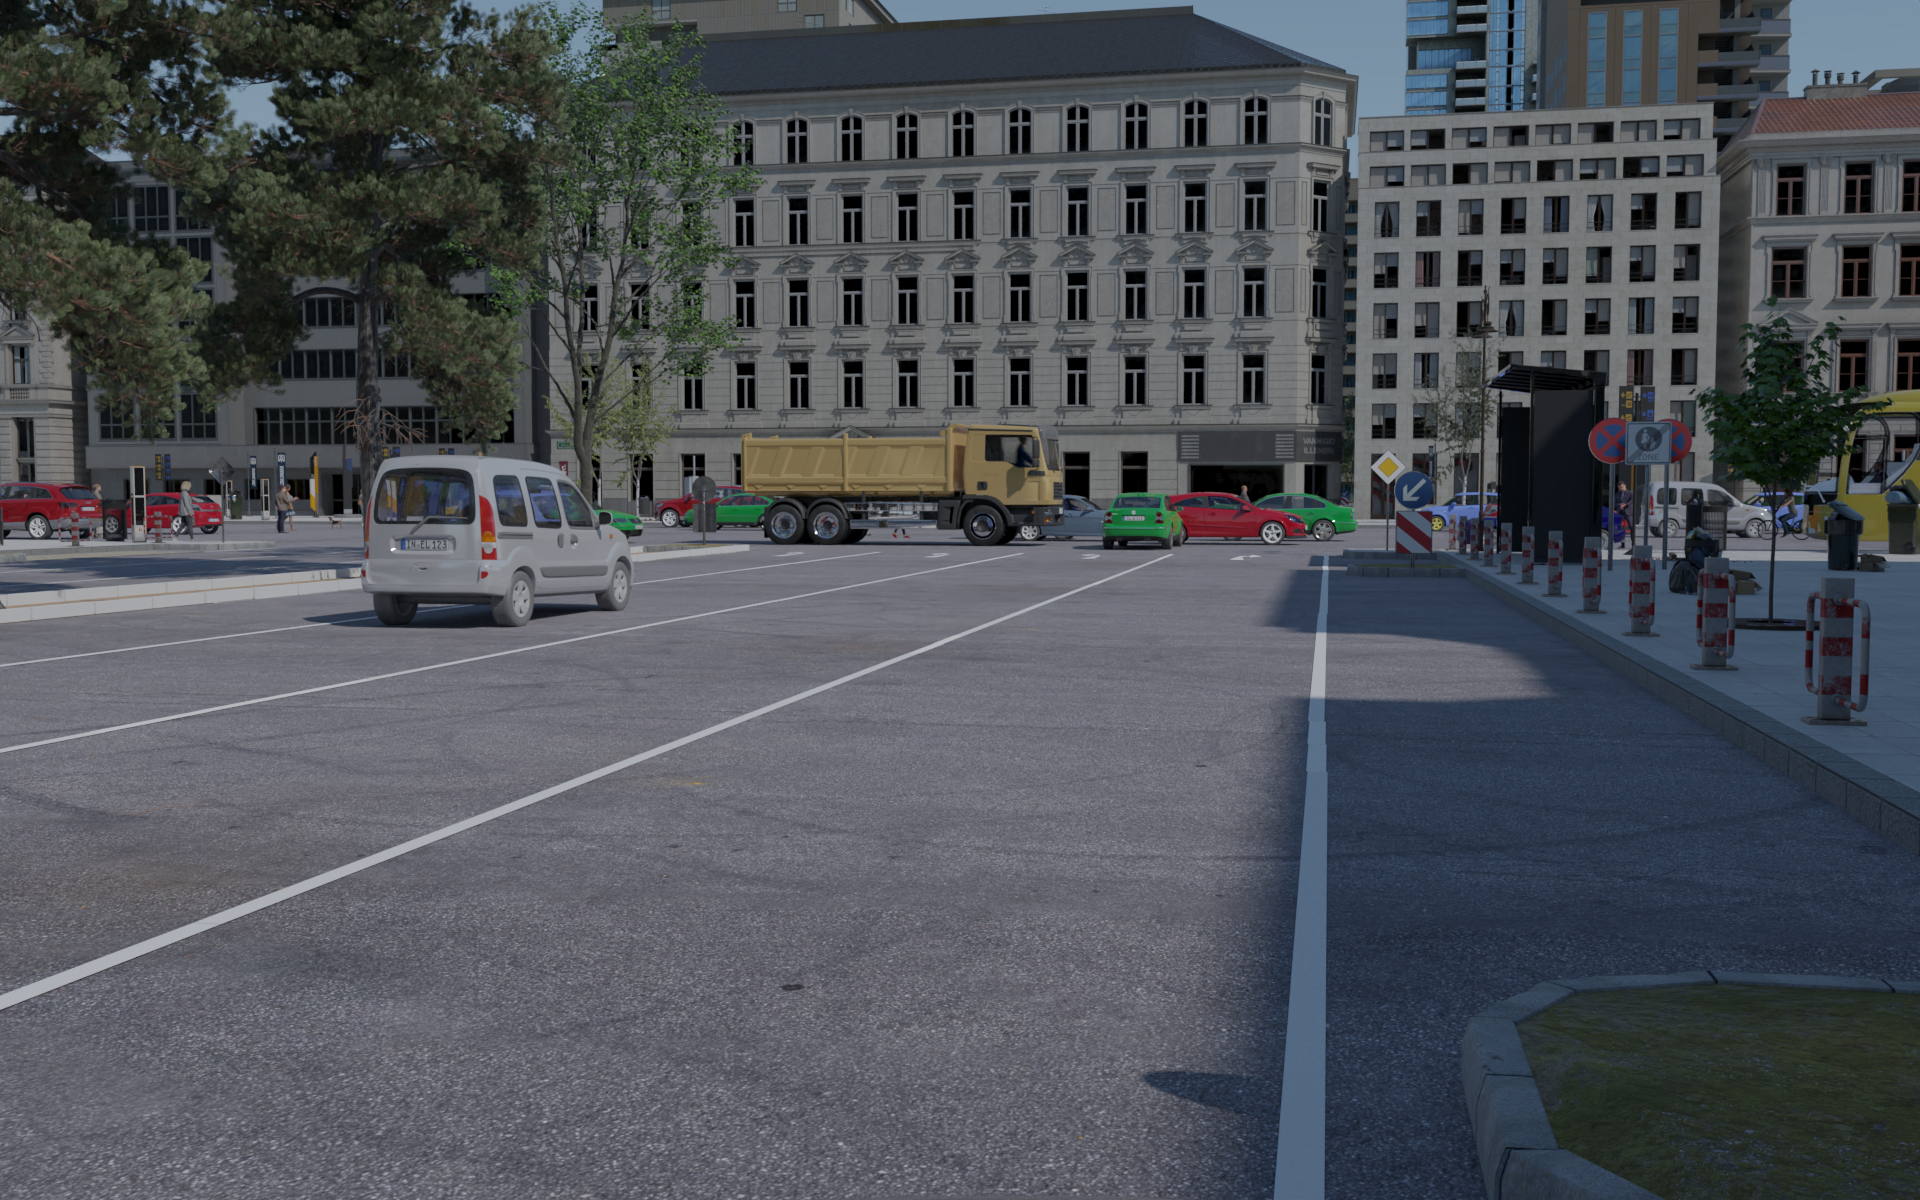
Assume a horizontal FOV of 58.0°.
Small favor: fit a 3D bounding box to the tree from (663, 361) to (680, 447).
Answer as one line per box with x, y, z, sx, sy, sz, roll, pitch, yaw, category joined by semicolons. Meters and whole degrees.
-16.658;-8.521;89.680;4.737;8.622;4.395;0;3;0;tree

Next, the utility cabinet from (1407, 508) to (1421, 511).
21.111;-4.246;80.581;0.306;1.237;1.020;3;4;36;utility cabinet

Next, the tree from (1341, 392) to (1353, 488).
35.743;-14.023;146.289;9.611;12.733;9.660;0;3;0;tree

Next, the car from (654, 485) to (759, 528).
-10.543;-4.012;74.266;5.304;1.827;2.281;1;4;13;car

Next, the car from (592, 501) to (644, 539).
-11.607;-2.571;50.825;4.718;1.807;1.959;1;4;13;car

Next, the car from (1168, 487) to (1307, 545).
7.628;-2.470;49.419;4.494;1.783;2.155;1;4;12;car

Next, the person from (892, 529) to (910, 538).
-1.912;-2.781;56.505;0.480;1.512;0.613;3;5;42;person

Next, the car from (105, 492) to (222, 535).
-28.665;-3.240;62.010;4.494;1.783;2.155;1;4;12;car

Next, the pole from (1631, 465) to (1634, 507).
31.196;-5.282;80.210;0.158;3.312;0.155;0;3;0;pole

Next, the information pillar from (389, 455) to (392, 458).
-31.698;-6.436;96.587;0.504;3.616;0.183;-1;4;-16;information pillar

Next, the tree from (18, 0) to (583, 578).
-9.733;-6.351;28.346;6.751;12.117;7.091;0;3;0;tree

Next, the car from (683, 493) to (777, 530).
-8.650;-3.659;68.625;4.718;1.807;1.959;1;4;13;car

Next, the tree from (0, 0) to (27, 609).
-11.867;-5.865;20.403;6.751;12.117;7.091;0;3;0;tree

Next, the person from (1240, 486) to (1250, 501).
11.222;-3.612;68.116;0.434;1.755;0.990;0;4;3;person

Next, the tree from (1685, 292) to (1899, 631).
7.809;-1.356;16.776;1.663;3.219;1.824;0;3;0;tree

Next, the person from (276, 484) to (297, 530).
-26.370;-3.624;67.850;0.778;1.811;0.616;-3;4;-39;person

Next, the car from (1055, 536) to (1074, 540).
2.081;-2.631;55.597;3.894;1.354;1.945;1;4;10;car

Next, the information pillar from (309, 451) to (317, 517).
-35.382;-6.328;94.824;0.183;3.616;0.504;1;4;21;information pillar

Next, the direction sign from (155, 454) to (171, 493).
-45.065;-6.483;97.994;0.876;3.537;0.379;0;4;4;direction sign

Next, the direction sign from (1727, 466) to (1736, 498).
36.796;-5.520;82.254;0.876;3.537;0.379;-1;4;-12;direction sign

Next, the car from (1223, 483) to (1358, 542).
9.803;-2.713;53.153;4.718;1.807;1.959;1;4;13;car

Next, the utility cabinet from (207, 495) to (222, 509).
-41.464;-5.206;96.275;0.306;1.237;1.020;1;4;21;utility cabinet

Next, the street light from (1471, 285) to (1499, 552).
11.626;-4.019;38.495;0.468;5.910;1.993;1;4;12;street light

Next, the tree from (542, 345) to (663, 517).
-17.856;-8.202;84.469;4.737;8.622;4.395;0;3;0;tree

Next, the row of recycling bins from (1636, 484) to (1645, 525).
29.718;-4.035;73.079;3.534;1.692;1.069;-3;4;-37;row of recycling bins

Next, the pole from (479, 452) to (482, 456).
-23.337;-5.538;84.396;0.158;3.312;0.155;0;3;0;pole

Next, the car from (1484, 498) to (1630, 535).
18.488;-2.730;53.682;4.494;1.783;2.155;1;4;11;car

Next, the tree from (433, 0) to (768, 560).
-7.957;-6.629;36.595;9.928;11.665;9.643;0;3;0;tree

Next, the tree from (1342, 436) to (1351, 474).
45.074;-15.755;192.007;8.767;10.594;7.601;0;4;1;tree

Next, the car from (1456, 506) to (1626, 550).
14.179;-1.827;42.458;3.894;1.354;1.945;1;4;12;car

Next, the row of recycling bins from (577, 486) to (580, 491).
-20.926;-4.999;88.845;3.534;1.692;1.069;0;4;2;row of recycling bins

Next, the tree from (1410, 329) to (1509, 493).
21.688;-7.602;74.649;4.360;8.622;3.978;0;3;0;tree

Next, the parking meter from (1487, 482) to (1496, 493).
24.669;-4.569;80.414;0.399;1.863;0.255;-2;4;-29;parking meter

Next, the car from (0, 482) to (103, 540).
-30.020;-2.856;55.366;5.304;1.827;2.281;1;4;14;car

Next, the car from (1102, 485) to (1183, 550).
4.905;-2.285;46.148;1.959;1.807;4.718;1;4;13;car

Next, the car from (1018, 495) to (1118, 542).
3.514;-2.508;53.005;4.499;1.417;2.014;1;4;12;car

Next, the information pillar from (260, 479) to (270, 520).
-33.969;-4.903;84.654;0.304;2.012;0.304;-3;5;-44;information pillar

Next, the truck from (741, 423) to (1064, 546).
-1.164;-3.244;48.961;9.791;3.379;3.469;1;4;13;truck

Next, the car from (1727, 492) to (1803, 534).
29.285;-3.264;62.958;3.694;1.707;1.945;1;4;12;car

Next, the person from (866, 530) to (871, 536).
-3.239;-3.122;59.689;0.875;1.805;0.789;2;4;28;person

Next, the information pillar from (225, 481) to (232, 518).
-39.945;-5.512;94.610;0.304;2.012;0.304;-3;4;-38;information pillar

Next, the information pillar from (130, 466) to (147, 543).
-21.695;-2.522;45.731;0.304;2.012;0.304;-3;4;-38;information pillar

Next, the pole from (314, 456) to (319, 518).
-34.694;-6.089;93.390;0.158;3.312;0.155;0;3;0;pole

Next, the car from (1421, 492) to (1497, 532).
19.436;-3.492;66.689;3.694;1.707;1.945;1;4;11;car

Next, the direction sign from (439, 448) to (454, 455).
-25.278;-5.710;85.356;0.876;3.537;0.379;1;4;19;direction sign
